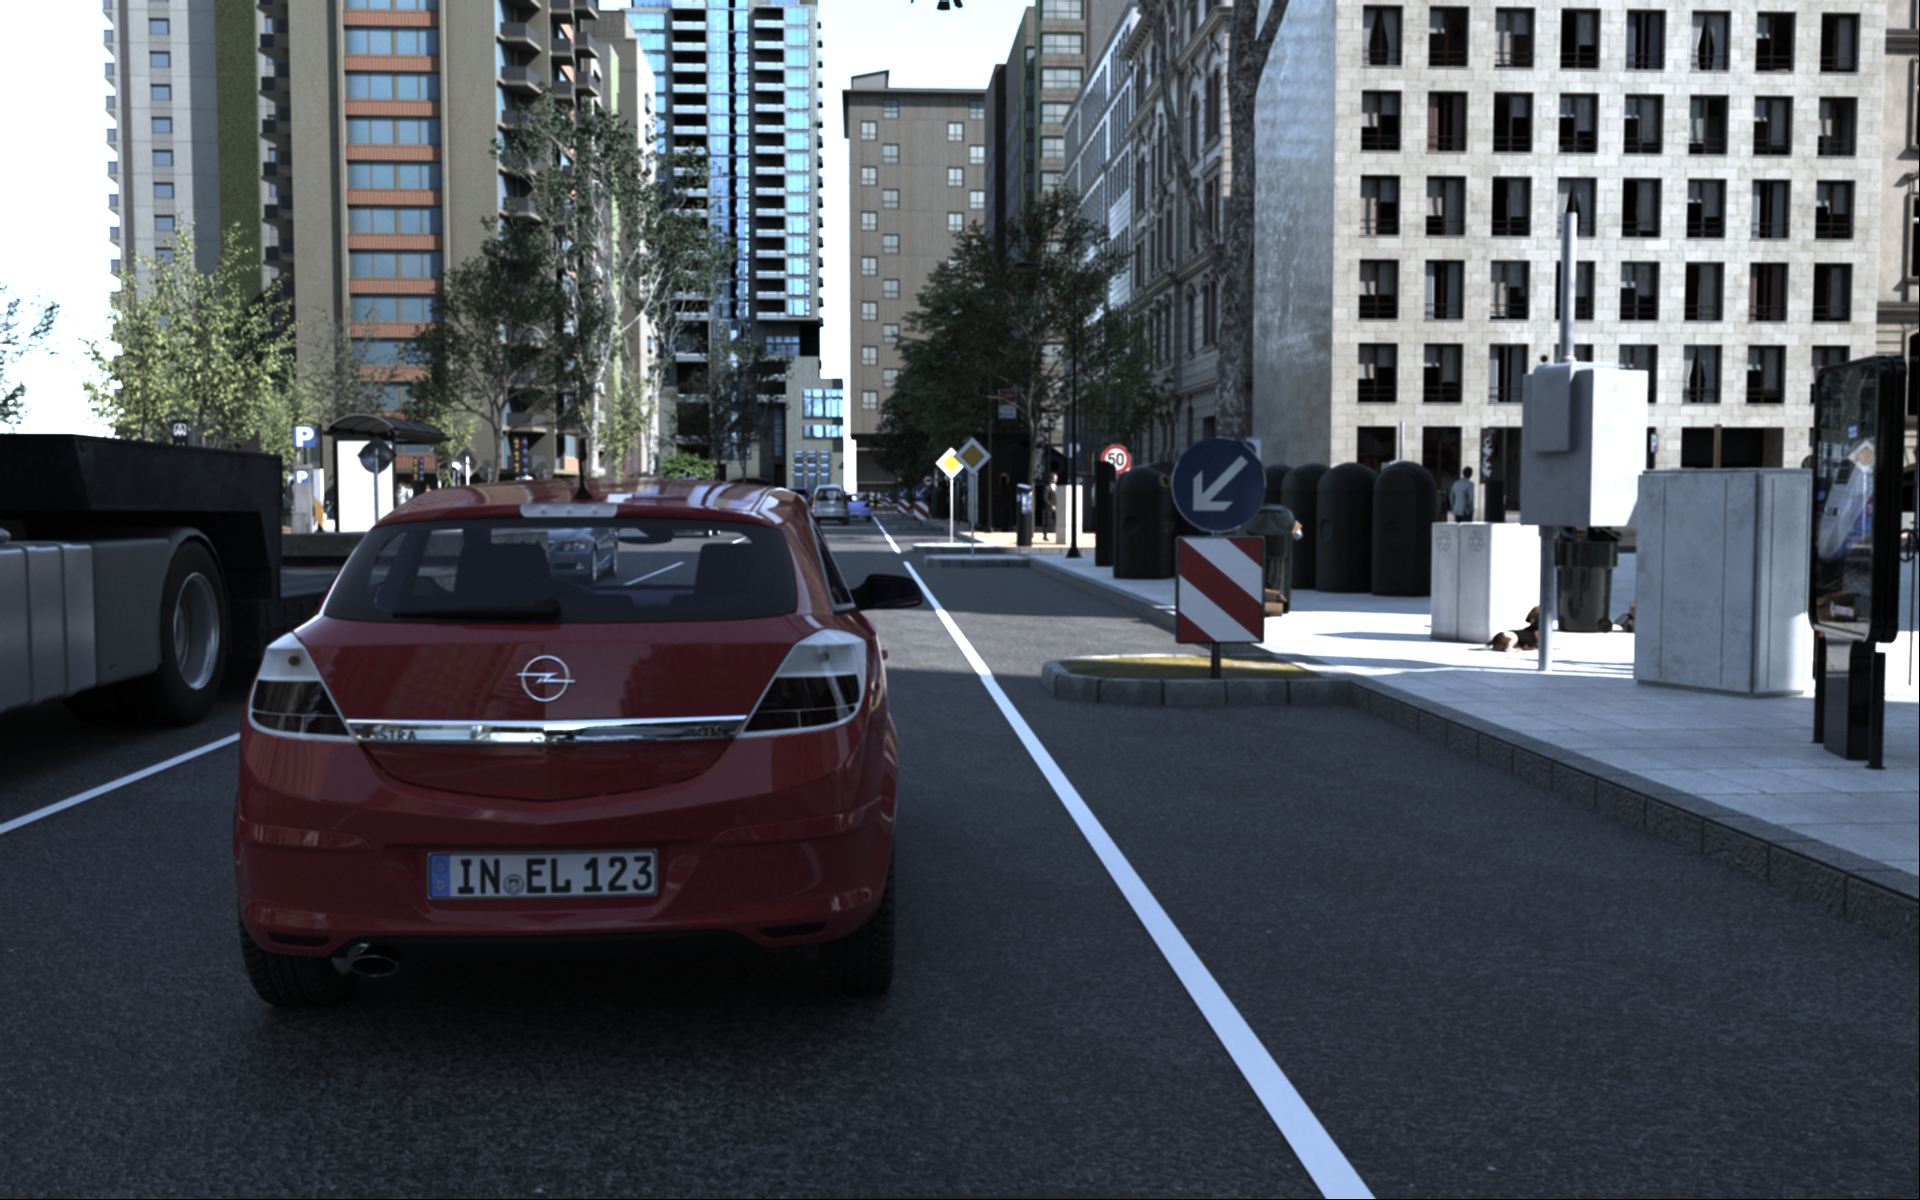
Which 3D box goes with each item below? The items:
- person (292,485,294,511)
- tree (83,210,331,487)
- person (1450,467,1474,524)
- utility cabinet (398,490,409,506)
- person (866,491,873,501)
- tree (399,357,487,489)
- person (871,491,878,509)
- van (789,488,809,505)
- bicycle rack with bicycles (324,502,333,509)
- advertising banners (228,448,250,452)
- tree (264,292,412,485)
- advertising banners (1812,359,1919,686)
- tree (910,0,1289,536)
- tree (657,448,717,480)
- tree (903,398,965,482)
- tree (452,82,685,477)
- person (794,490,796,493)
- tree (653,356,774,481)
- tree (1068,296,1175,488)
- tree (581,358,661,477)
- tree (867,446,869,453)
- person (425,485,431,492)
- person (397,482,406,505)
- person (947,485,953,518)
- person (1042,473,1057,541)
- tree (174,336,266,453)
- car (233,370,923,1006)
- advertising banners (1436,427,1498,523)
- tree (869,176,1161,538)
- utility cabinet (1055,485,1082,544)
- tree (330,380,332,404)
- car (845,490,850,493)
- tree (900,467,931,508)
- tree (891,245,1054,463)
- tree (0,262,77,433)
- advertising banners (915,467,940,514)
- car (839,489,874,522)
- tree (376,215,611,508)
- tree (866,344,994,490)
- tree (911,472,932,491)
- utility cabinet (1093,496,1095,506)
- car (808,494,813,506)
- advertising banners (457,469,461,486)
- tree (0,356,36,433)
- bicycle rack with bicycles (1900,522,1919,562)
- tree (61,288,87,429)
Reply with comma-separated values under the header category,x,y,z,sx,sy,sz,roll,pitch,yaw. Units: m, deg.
category,x,y,z,sx,sy,sz,roll,pitch,yaw
person,-23.244,-3.322,60.533,0.592,1.802,0.473,2,4,34
tree,-19.847,-5.852,46.050,4.737,8.622,4.395,0,3,0
person,10.227,-1.802,35.357,0.795,1.843,0.661,-2,4,-25
utility cabinet,-30.481,-5.278,94.974,0.318,1.500,1.173,0,4,-3
person,-8.136,-8.812,153.291,1.217,1.735,0.721,-1,4,-18
tree,-27.649,-8.702,92.646,4.737,8.622,4.395,0,3,0
person,-7.647,-8.923,155.173,0.721,1.735,1.217,-2,4,-30
van,-16.224,-10.350,173.605,2.240,2.365,5.245,0,4,-1
bicycle rack with bicycles,-39.947,-6.034,112.032,2.925,0.926,2.852,2,4,34
advertising banners,-29.174,-4.450,68.939,2.074,3.025,0.090,1,4,8
tree,-22.435,-6.953,64.039,4.360,8.622,3.978,0,3,0
advertising banners,6.081,-0.962,11.924,0.090,3.025,2.074,-2,4,-31
tree,4.260,-10.153,21.887,12.611,20.169,13.585,0,3,0
tree,-20.648,-9.291,135.616,4.285,4.588,4.351,0,3,0
tree,-1.283,-9.772,110.140,4.737,8.622,4.395,0,3,0
tree,-16.905,-13.671,79.407,12.611,20.169,13.585,0,3,0
person,-15.588,-9.442,162.737,0.599,1.838,0.709,1,4,20
tree,-21.675,-14.892,153.853,12.009,13.543,11.850,0,3,0
tree,6.164,-7.015,65.050,4.737,8.622,4.395,0,3,0
tree,-18.138,-8.699,92.591,4.737,8.622,4.395,0,3,0
tree,-4.282,-13.277,151.489,8.767,10.594,7.601,1,4,11
person,-31.826,-5.992,103.928,0.836,1.842,0.656,-1,4,-9
person,-23.562,-4.081,72.949,0.466,1.800,0.511,-2,4,-35
person,-0.572,-5.309,93.020,0.526,1.800,0.537,3,5,44
person,2.561,-2.525,47.104,0.755,1.850,0.659,3,5,45
tree,-33.757,-7.839,78.531,4.360,8.622,3.978,0,3,0
car,-1.186,0.163,6.383,2.155,1.783,4.494,0,4,-4
advertising banners,13.459,-3.067,46.329,0.090,3.025,2.074,-3,4,-38
tree,2.355,-7.086,50.268,7.601,10.594,8.767,-1,4,-20
utility cabinet,2.768,-2.172,44.193,0.318,1.500,1.173,2,4,23
tree,-35.767,-8.725,93.011,4.737,8.622,4.395,0,3,0
car,-12.483,-10.798,185.220,2.281,1.827,5.304,0,4,-3
tree,-4.160,-11.013,163.770,4.285,4.588,4.351,0,3,0
tree,0.317,-9.860,79.345,7.486,12.596,7.792,0,3,0
tree,-31.930,-7.255,53.038,7.601,10.594,8.767,1,4,11
advertising banners,-2.144,-7.221,114.247,2.074,3.025,0.090,3,4,36
car,-5.487,-4.954,90.591,1.945,1.707,3.694,0,4,-2
tree,-15.289,-7.536,57.633,7.601,10.594,8.767,0,4,3
tree,-1.880,-12.824,126.681,9.611,12.733,9.660,0,3,0
tree,-3.226,-8.746,137.592,1.663,3.219,1.824,0,3,0
utility cabinet,6.173,-3.852,74.143,1.020,1.237,0.306,-3,4,-39
car,-16.238,-10.446,182.594,2.131,1.459,4.920,0,4,-4
advertising banners,-30.398,-6.610,104.256,0.090,3.025,2.074,-2,4,-34
tree,-37.445,-7.020,65.143,4.360,8.622,3.978,0,3,0
bicycle rack with bicycles,19.018,-1.175,32.596,2.925,0.926,2.852,0,4,-6
tree,-25.140,-6.339,54.012,4.737,8.622,4.395,0,3,0
